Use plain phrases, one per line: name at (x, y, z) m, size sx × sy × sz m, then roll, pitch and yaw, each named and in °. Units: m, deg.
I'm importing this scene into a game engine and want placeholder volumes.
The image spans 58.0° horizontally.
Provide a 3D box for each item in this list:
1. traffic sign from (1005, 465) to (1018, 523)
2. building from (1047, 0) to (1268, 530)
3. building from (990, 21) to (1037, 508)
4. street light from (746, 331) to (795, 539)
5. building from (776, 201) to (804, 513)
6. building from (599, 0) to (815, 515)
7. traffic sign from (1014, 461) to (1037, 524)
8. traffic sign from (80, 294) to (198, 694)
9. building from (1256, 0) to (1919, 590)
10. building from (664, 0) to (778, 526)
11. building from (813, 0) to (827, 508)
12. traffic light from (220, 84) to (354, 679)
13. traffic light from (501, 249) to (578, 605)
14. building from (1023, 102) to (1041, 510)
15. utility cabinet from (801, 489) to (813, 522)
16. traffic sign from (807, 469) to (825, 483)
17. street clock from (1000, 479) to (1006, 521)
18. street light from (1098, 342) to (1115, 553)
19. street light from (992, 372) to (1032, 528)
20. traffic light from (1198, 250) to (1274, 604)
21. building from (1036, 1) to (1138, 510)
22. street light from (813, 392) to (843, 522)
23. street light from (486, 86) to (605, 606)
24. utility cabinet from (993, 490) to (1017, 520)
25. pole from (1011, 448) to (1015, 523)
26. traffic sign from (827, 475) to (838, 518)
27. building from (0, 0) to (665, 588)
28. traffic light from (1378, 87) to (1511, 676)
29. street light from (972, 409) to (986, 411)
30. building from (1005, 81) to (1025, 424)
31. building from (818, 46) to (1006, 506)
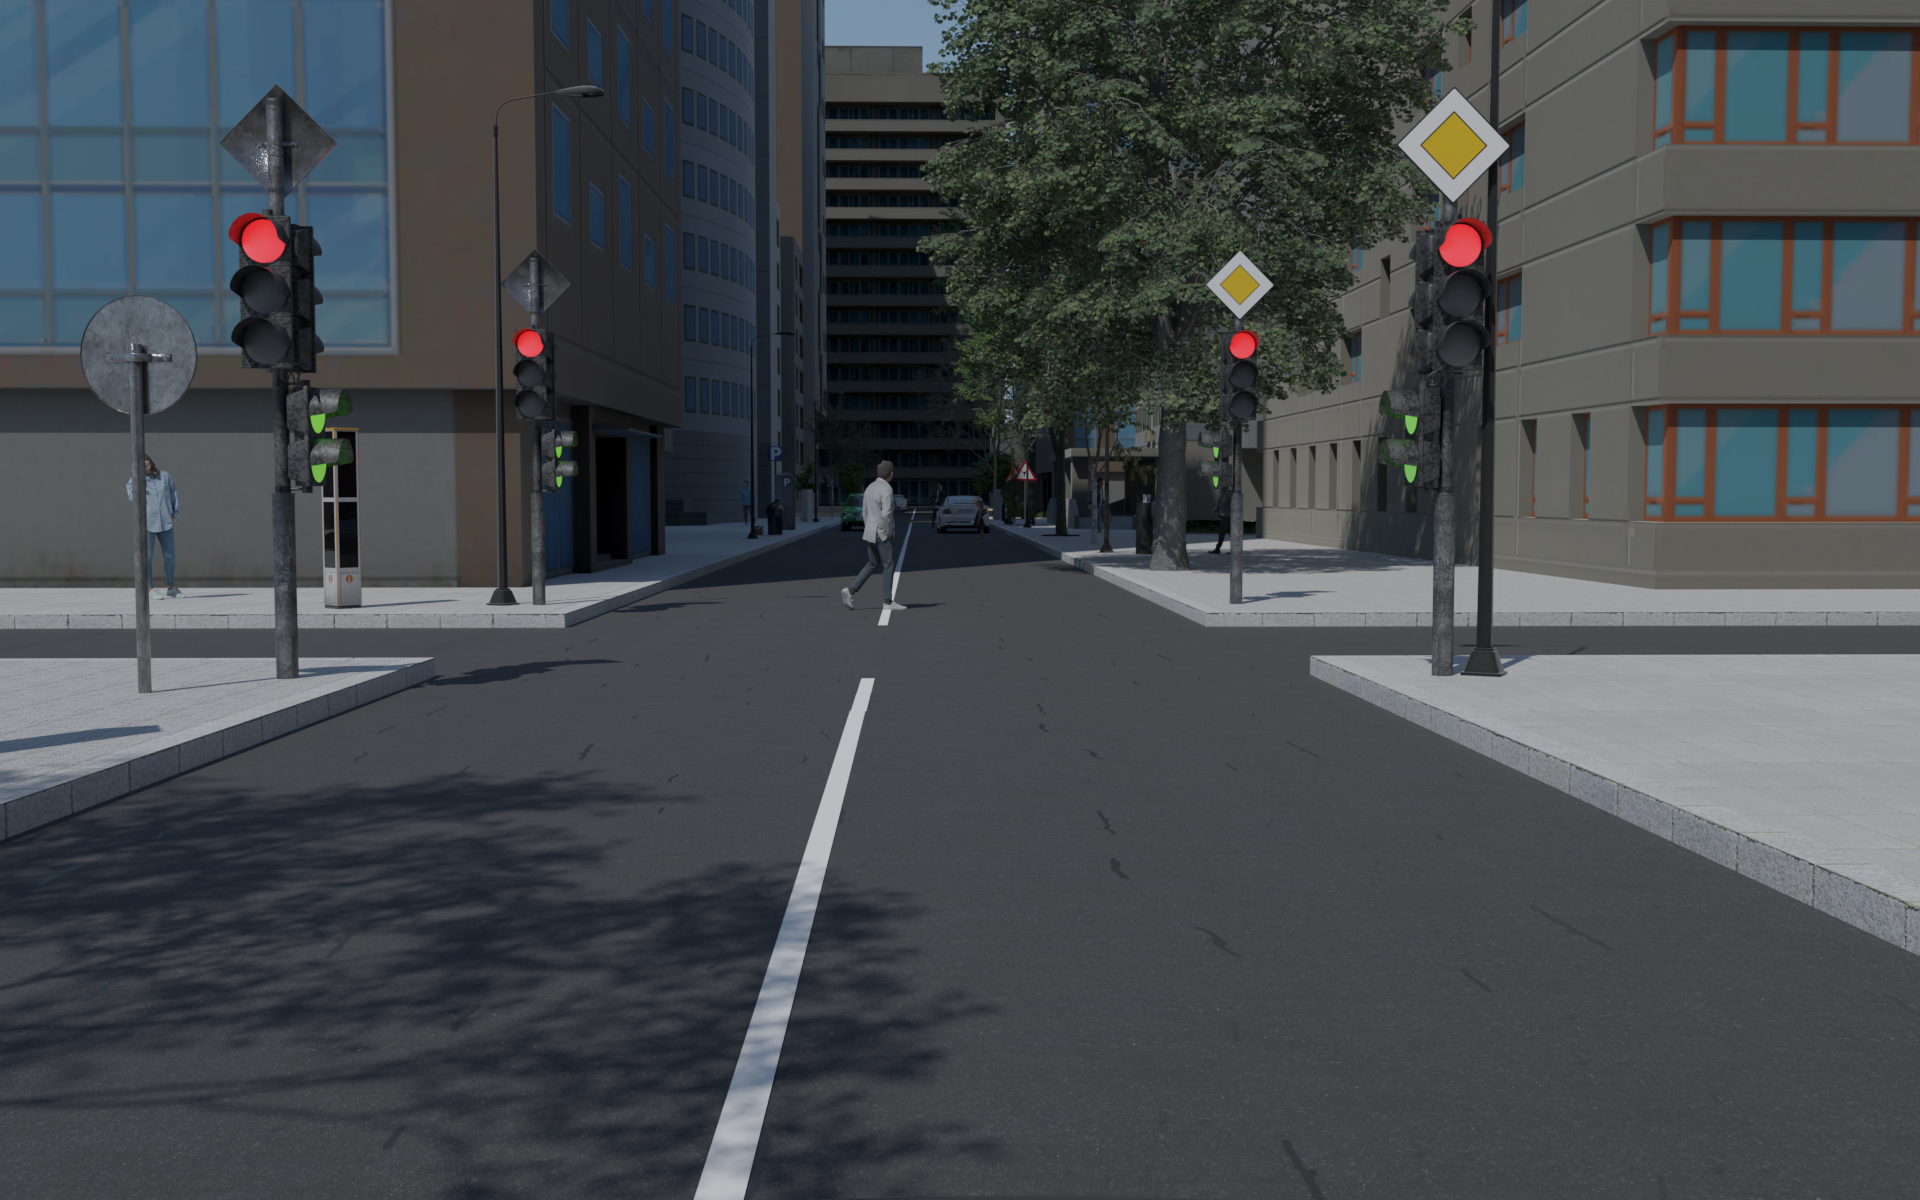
traffic sign at (2.437, -4.735, 77.421) m, size 0.884 × 2.594 × 0.081 m, roll 0°, pitch 4°, yaw 4°
building at (20.149, -23.115, 69.813) m, size 32.217 × 40.220 × 23.993 m, roll 0°, pitch 4°, yaw -1°
building at (14.479, -51.287, 151.211) m, size 22.319 × 86.520 × 31.000 m, roll 0°, pitch 4°, yaw -1°
street light at (-5.400, -4.706, 49.483) m, size 1.470 × 5.913 × 1.316 m, roll 0°, pitch 4°, yaw -1°
building at (-24.815, -16.239, 110.547) m, size 27.650 × 21.520 × 28.899 m, roll 0°, pitch 4°, yaw -1°
building at (-18.436, -29.442, 131.485) m, size 14.600 × 45.320 × 14.200 m, roll 0°, pitch 4°, yaw -1°
traffic sign at (2.527, -4.105, 67.115) m, size 0.884 × 2.594 × 0.081 m, roll 0°, pitch 4°, yaw 7°
traffic sign at (-5.258, -0.672, 11.095) m, size 0.768 × 2.556 × 0.104 m, roll 0°, pitch 4°, yaw 3°
building at (23.456, -11.725, 36.735) m, size 28.899 × 21.520 × 27.650 m, roll 0°, pitch 4°, yaw -1°
building at (-20.218, -32.883, 79.630) m, size 21.231 × 58.520 × 28.212 m, roll 0°, pitch 4°, yaw -1°
building at (-25.505, -34.454, 152.558) m, size 27.495 × 52.752 × 28.713 m, roll 0°, pitch 4°, yaw -1°
traffic light at (-4.664, -1.408, 11.940) m, size 0.839 × 4.253 × 0.868 m, roll 0°, pitch 4°, yaw -1°
traffic light at (-4.852, -1.896, 19.923) m, size 0.839 × 4.253 × 0.868 m, roll 0°, pitch 4°, yaw -1°
building at (11.631, -21.932, 130.282) m, size 14.160 × 30.474 × 14.107 m, roll 0°, pitch 4°, yaw -1°
utility cabinet at (-7.094, -4.371, 80.152) m, size 0.318 × 1.500 × 1.173 m, roll 0°, pitch 4°, yaw 8°
traffic sign at (-7.017, -5.166, 84.465) m, size 0.884 × 2.594 × 0.081 m, roll 0°, pitch 4°, yaw 0°
street clock at (2.065, -4.718, 81.717) m, size 0.358 × 2.002 × 0.471 m, roll 0°, pitch 4°, yaw 0°
street light at (2.670, -3.990, 37.778) m, size 1.470 × 5.913 × 1.316 m, roll 0°, pitch 4°, yaw -1°
street light at (2.029, -5.716, 65.996) m, size 1.470 × 5.913 × 1.316 m, roll 0°, pitch 4°, yaw -1°
traffic light at (3.207, -1.909, 20.127) m, size 0.839 × 4.253 × 0.868 m, roll 0°, pitch 4°, yaw -1°
building at (12.454, -28.445, 115.194) m, size 14.600 × 45.320 × 14.200 m, roll 0°, pitch 4°, yaw -1°
street light at (-6.022, -6.497, 78.774) m, size 1.470 × 5.913 × 1.316 m, roll 0°, pitch 4°, yaw -1°
street light at (-4.745, -2.894, 19.861) m, size 1.470 × 5.913 × 1.316 m, roll 0°, pitch 4°, yaw -1°
utility cabinet at (2.210, -4.720, 85.847) m, size 1.173 × 1.500 × 0.318 m, roll 2°, pitch 4°, yaw 27°
pole at (2.332, -5.068, 76.712) m, size 0.158 × 3.312 × 0.155 m, roll 0°, pitch 3°, yaw 0°
traffic sign at (-6.817, -5.522, 92.411) m, size 0.606 × 2.300 × 0.079 m, roll 1°, pitch 4°, yaw 8°
building at (-12.702, -23.167, 28.884) m, size 14.600 × 45.320 × 14.200 m, roll 0°, pitch 4°, yaw -1°
traffic light at (3.394, -1.420, 12.144) m, size 0.839 × 4.253 × 0.868 m, roll 0°, pitch 4°, yaw -1°
street light at (1.362, -7.442, 94.214) m, size 1.470 × 5.913 × 1.316 m, roll 0°, pitch 4°, yaw -1°
building at (19.864, -35.132, 194.013) m, size 30.456 × 49.044 × 23.786 m, roll 0°, pitch 4°, yaw -1°
building at (-6.118, -34.744, 191.764) m, size 21.600 × 48.544 × 21.300 m, roll 0°, pitch 4°, yaw -1°
